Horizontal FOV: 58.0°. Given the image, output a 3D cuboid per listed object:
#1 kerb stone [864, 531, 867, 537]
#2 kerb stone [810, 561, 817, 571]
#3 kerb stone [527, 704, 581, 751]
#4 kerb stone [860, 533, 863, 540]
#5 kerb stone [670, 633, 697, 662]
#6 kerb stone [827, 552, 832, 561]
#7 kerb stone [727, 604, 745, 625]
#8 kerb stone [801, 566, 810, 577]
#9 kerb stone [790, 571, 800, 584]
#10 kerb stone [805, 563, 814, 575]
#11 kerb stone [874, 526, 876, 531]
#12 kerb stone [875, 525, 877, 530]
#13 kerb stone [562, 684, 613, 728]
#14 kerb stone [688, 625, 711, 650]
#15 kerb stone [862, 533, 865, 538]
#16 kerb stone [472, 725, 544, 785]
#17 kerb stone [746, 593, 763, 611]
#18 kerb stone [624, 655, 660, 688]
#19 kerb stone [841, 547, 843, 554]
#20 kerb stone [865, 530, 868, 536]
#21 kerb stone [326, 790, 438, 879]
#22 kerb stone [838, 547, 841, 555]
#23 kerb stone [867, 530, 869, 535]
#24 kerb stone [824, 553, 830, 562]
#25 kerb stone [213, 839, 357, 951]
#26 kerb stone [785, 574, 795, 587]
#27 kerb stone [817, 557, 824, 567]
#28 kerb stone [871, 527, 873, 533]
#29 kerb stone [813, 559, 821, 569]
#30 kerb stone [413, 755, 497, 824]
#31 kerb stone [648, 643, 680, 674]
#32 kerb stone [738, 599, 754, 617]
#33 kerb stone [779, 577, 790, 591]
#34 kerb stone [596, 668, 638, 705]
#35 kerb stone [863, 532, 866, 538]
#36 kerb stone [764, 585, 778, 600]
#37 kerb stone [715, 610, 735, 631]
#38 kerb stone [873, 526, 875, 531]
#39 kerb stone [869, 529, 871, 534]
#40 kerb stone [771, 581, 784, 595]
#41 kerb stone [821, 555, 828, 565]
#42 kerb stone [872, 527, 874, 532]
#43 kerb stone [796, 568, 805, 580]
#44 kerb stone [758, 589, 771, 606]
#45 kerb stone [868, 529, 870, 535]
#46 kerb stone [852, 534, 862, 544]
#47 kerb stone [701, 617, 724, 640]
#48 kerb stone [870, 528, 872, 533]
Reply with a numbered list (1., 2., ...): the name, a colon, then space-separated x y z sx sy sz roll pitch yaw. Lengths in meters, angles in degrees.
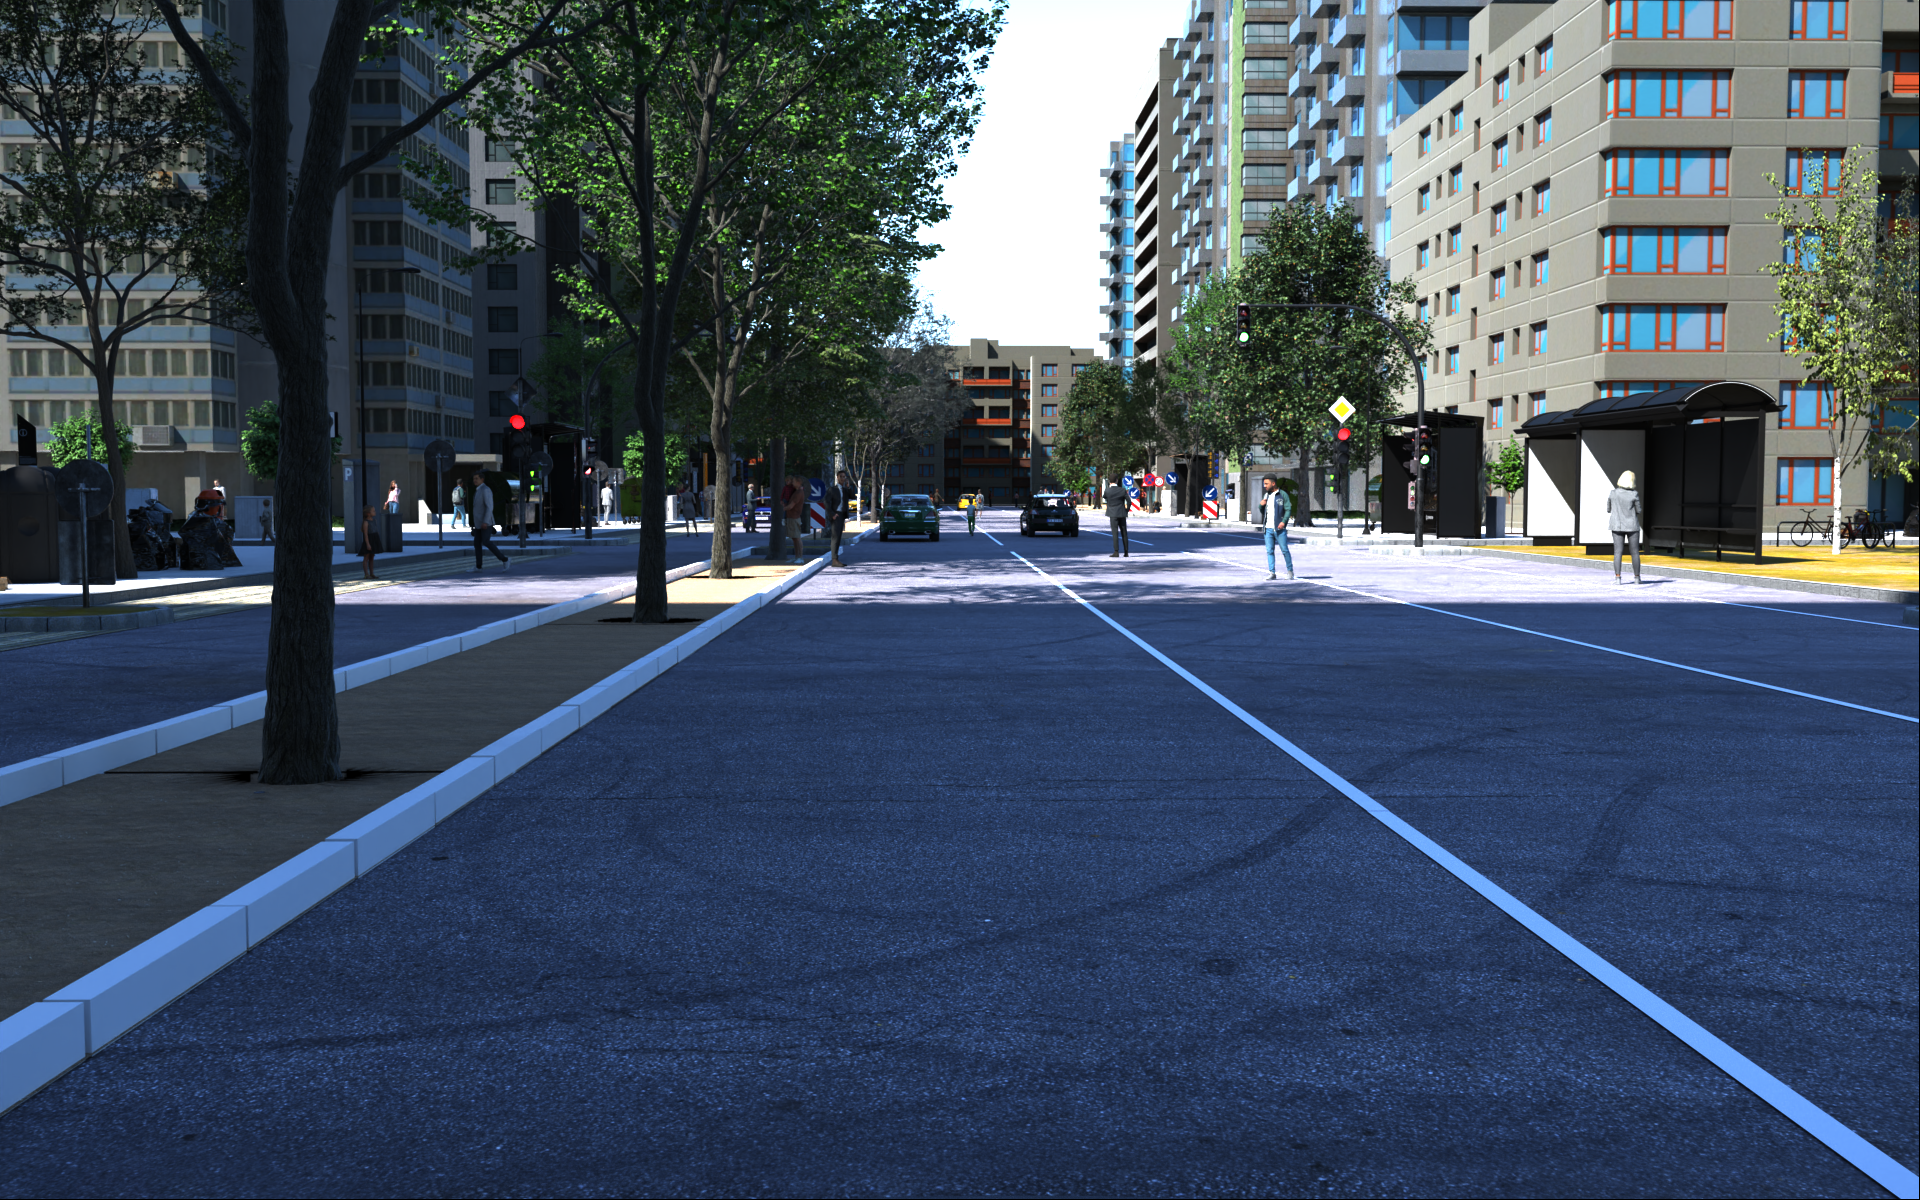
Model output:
1. kerb stone: -3.157 -2.047 55.681 0.120 0.150 1.000 0 4 -1
2. kerb stone: -2.736 -0.572 31.545 0.120 0.150 1.000 0 4 -1
3. kerb stone: -2.371 0.751 10.032 0.120 0.150 1.000 0 4 -1
4. kerb stone: -3.096 -1.860 52.600 0.120 0.150 1.000 0 4 -1
5. kerb stone: -2.452 0.431 15.154 0.120 0.150 1.000 0 4 -1
6. kerb stone: -2.824 -0.880 36.663 0.120 0.150 1.000 0 4 -1
7. kerb stone: -2.529 0.182 19.247 0.120 0.150 1.000 0 4 -1
8. kerb stone: -2.697 -0.446 29.489 0.120 0.150 1.000 0 4 -1
9. kerb stone: -2.671 -0.321 27.437 0.120 0.150 1.000 0 4 -1
10. kerb stone: -2.717 -0.509 30.523 0.120 0.150 1.000 0 4 -1
11. kerb stone: -3.317 -2.613 64.927 0.120 0.150 1.000 0 4 -1
12. kerb stone: -3.330 -2.676 65.949 0.120 0.150 1.000 0 4 -1
13. kerb stone: -2.384 0.681 11.054 0.120 0.150 1.000 0 4 -1
14. kerb stone: -2.472 0.372 16.178 0.120 0.150 1.000 0 4 -1
15. kerb stone: -3.112 -1.922 53.622 0.120 0.150 1.000 0 4 -1
16. kerb stone: -2.349 0.807 8.999 0.120 0.150 1.000 0 4 -1
17. kerb stone: -2.567 0.055 21.295 0.120 0.150 1.000 0 4 -1
18. kerb stone: -2.427 0.556 13.109 0.120 0.150 1.000 0 4 -1
19. kerb stone: -2.898 -1.135 40.750 0.120 0.150 1.000 0 4 -1
20. kerb stone: -3.169 -2.111 56.708 0.120 0.150 1.000 0 4 -1
21. kerb stone: -2.310 0.933 6.946 0.120 0.150 1.000 0 4 -1
22. kerb stone: -2.879 -1.072 39.728 0.120 0.150 1.000 0 4 -1
23. kerb stone: -3.185 -2.174 57.738 0.120 0.150 1.000 0 4 -1
24. kerb stone: -2.811 -0.819 35.638 0.120 0.150 1.000 0 4 -1
25. kerb stone: -2.298 1.001 5.924 0.120 0.150 1.000 0 4 -1
26. kerb stone: -2.649 -0.258 26.409 0.120 0.150 1.000 0 4 -1
27. kerb stone: -2.775 -0.695 33.594 0.120 0.150 1.000 0 4 -1
28. kerb stone: -3.255 -2.424 61.834 0.120 0.150 1.000 0 4 -1
29. kerb stone: -2.755 -0.634 32.566 0.120 0.150 1.000 0 4 -1
30. kerb stone: -2.333 0.875 7.977 0.120 0.150 1.000 0 4 -1
31. kerb stone: -2.441 0.494 14.131 0.120 0.150 1.000 0 4 -1
32. kerb stone: -2.547 0.118 20.269 0.120 0.150 1.000 0 4 -1
33. kerb stone: -2.626 -0.195 25.388 0.120 0.150 1.000 0 4 -1
34. kerb stone: -2.407 0.618 12.086 0.120 0.150 1.000 0 4 -1
35. kerb stone: -3.131 -1.983 54.650 0.120 0.150 1.000 0 4 -1
36. kerb stone: -2.598 -0.070 23.344 0.120 0.150 1.000 0 4 -1
37. kerb stone: -2.508 0.245 18.226 0.120 0.150 1.000 0 4 -1
38. kerb stone: -3.288 -2.551 63.905 0.120 0.150 1.000 0 4 -1
39. kerb stone: -3.223 -2.298 59.785 0.120 0.150 1.000 0 4 -1
40. kerb stone: -2.620 -0.132 24.366 0.120 0.150 1.000 0 4 -1
41. kerb stone: -2.784 -0.759 34.616 0.120 0.150 1.000 0 4 -1
42. kerb stone: -3.276 -2.483 62.872 0.120 0.150 1.000 0 4 -1
43. kerb stone: -2.688 -0.384 28.466 0.120 0.150 1.000 0 4 -1
44. kerb stone: -2.571 -0.007 22.317 0.120 0.150 1.000 0 4 -1
45. kerb stone: -3.203 -2.234 58.761 0.120 0.150 1.000 0 4 -1
46. kerb stone: -3.080 -1.797 51.569 0.120 0.150 1.000 0 4 -1
47. kerb stone: -2.495 0.307 17.200 0.120 0.150 1.000 0 4 -1
48. kerb stone: -3.241 -2.362 60.812 0.120 0.150 1.000 0 4 -1
